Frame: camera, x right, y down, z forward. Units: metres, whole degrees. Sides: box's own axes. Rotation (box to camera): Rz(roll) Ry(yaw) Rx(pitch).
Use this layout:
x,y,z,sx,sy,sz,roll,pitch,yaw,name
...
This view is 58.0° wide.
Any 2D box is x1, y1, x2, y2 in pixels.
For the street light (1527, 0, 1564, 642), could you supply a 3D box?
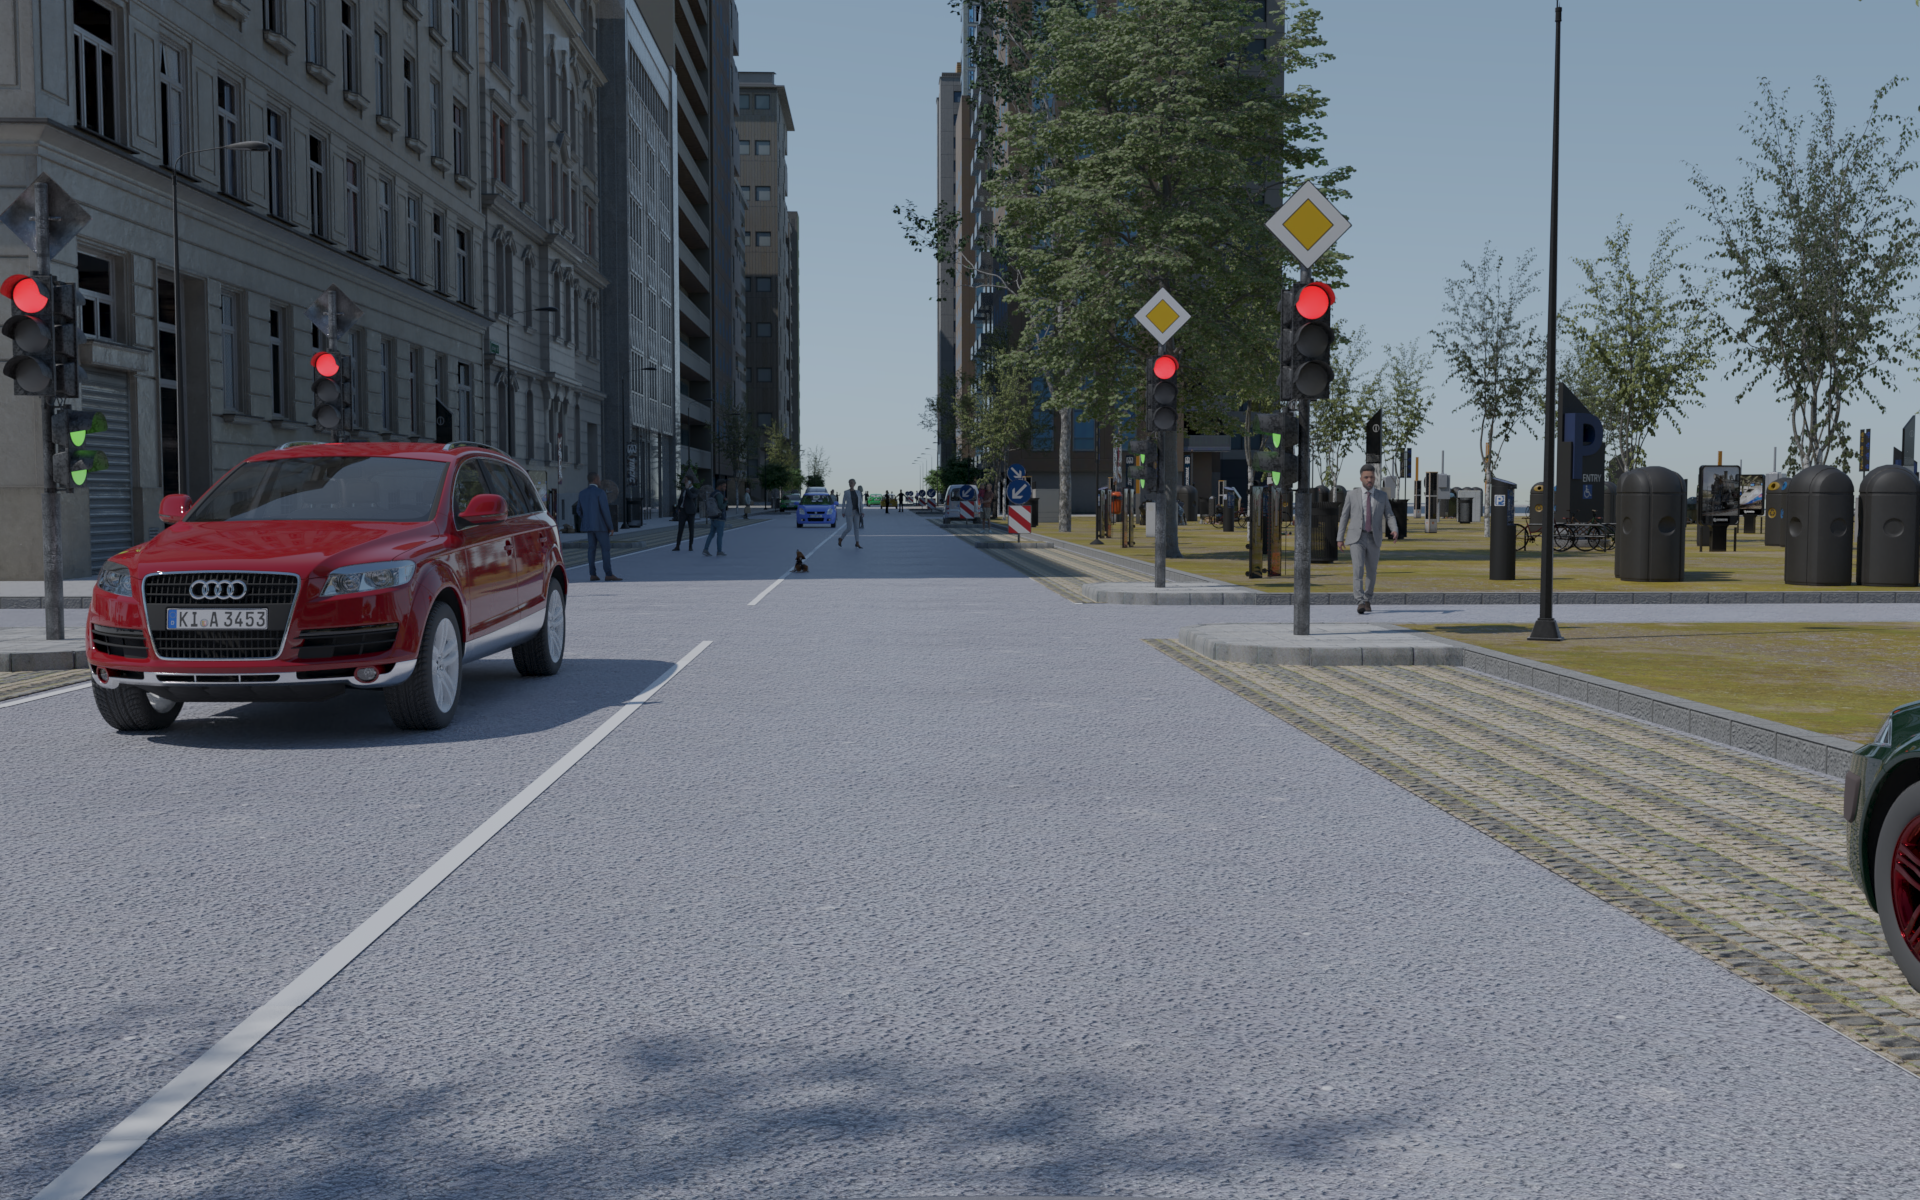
x,y,z,sx,sy,sz,roll,pitch,yaw,name
4.612,-2.599,15.042,1.470,5.913,1.316,0,4,-3,street light

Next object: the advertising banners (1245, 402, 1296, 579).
x,y,z,sx,sy,sz,roll,pitch,yaw,name
4.890,-1.880,26.920,0.090,3.025,2.074,2,4,32,advertising banners

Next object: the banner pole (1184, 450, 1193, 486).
x,y,z,sx,sy,sz,roll,pitch,yaw,name
12.925,-6.585,97.685,0.401,3.779,0.863,-2,4,-34,banner pole

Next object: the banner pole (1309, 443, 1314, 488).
x,y,z,sx,sy,sz,roll,pitch,yaw,name
16.992,-5.768,84.321,0.401,3.779,0.863,-3,4,-37,banner pole

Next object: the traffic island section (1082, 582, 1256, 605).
x,y,z,sx,sy,sz,roll,pitch,yaw,name
2.767,-0.090,23.759,2.009,0.180,2.903,0,4,-3,traffic island section

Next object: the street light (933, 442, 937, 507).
x,y,z,sx,sy,sz,roll,pitch,yaw,name
-1.748,-11.142,154.708,1.470,5.913,1.316,0,4,-3,street light

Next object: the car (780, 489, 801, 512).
x,y,z,sx,sy,sz,roll,pitch,yaw,name
-13.371,-7.876,137.569,1.959,1.807,4.718,0,4,-2,car

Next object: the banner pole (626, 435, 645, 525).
x,y,z,sx,sy,sz,roll,pitch,yaw,name
-13.641,-5.072,72.944,0.863,3.779,0.401,-1,4,-20,banner pole

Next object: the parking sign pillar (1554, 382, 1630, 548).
x,y,z,sx,sy,sz,roll,pitch,yaw,name
15.046,-3.272,41.968,1.447,3.967,1.447,-2,4,-33,parking sign pillar

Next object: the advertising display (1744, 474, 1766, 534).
x,y,z,sx,sy,sz,roll,pitch,yaw,name
25.604,-3.113,56.109,0.123,1.923,0.974,-2,4,-30,advertising display

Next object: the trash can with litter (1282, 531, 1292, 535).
x,y,z,sx,sy,sz,roll,pitch,yaw,name
9.809,-2.633,54.107,1.678,1.210,2.233,1,4,14,trash can with litter

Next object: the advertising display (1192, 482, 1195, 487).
x,y,z,sx,sy,sz,roll,pitch,yaw,name
12.692,-5.452,94.349,0.123,1.923,0.974,0,4,5,advertising display

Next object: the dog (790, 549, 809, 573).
x,y,z,sx,sy,sz,roll,pitch,yaw,name
-3.001,-0.709,31.781,0.550,0.427,0.748,2,4,26,dog

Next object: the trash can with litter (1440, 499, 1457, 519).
x,y,z,sx,sy,sz,roll,pitch,yaw,name
25.458,-4.821,89.887,2.233,1.210,1.678,2,4,30,trash can with litter

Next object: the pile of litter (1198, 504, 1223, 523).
x,y,z,sx,sy,sz,roll,pitch,yaw,name
11.390,-3.855,76.997,1.719,0.858,1.176,0,4,-4,pile of litter

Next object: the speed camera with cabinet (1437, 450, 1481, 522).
x,y,z,sx,sy,sz,roll,pitch,yaw,name
22.559,-5.153,78.580,2.038,3.252,0.660,0,4,6,speed camera with cabinet

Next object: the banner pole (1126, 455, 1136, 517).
x,y,z,sx,sy,sz,roll,pitch,yaw,name
9.732,-6.586,97.697,0.863,3.779,0.401,0,4,-5,banner pole

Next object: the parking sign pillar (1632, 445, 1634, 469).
x,y,z,sx,sy,sz,roll,pitch,yaw,name
36.309,-6.524,95.141,1.447,3.967,1.447,1,4,22,parking sign pillar

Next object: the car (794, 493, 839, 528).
x,y,z,sx,sy,sz,roll,pitch,yaw,name
-6.196,-3.990,74.833,1.945,1.707,3.694,0,4,-4,car

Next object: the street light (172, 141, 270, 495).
x,y,z,sx,sy,sz,roll,pitch,yaw,name
-9.790,-3.083,22.945,1.470,5.913,1.316,0,4,-3,street light

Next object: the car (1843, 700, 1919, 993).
x,y,z,sx,sy,sz,roll,pitch,yaw,name
3.602,0.377,3.618,2.009,1.686,4.222,0,4,-2,car

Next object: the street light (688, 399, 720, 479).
x,y,z,sx,sy,sz,roll,pitch,yaw,name
-12.660,-6.842,84.412,1.470,5.913,1.316,0,4,-3,street light

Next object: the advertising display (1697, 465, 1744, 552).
x,y,z,sx,sy,sz,roll,pitch,yaw,name
16.846,-2.033,38.446,0.974,1.923,0.123,-1,4,-12,advertising display

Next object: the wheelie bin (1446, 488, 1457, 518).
x,y,z,sx,sy,sz,roll,pitch,yaw,name
26.683,-5.265,93.994,0.693,1.594,0.980,0,4,4,wheelie bin

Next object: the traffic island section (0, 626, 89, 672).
x,y,z,sx,sy,sz,roll,pitch,yaw,name
-7.996,0.428,15.277,2.009,0.180,2.903,0,4,-3,traffic island section

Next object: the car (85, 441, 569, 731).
x,y,z,sx,sy,sz,roll,pitch,yaw,name
-4.169,-0.215,12.194,2.281,1.827,5.304,0,4,-1,car

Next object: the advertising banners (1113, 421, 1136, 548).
x,y,z,sx,sy,sz,roll,pitch,yaw,name
3.951,-2.762,41.339,0.090,3.025,2.074,1,4,17,advertising banners

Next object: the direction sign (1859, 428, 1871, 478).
x,y,z,sx,sy,sz,roll,pitch,yaw,name
31.442,-4.174,60.246,0.379,3.537,0.876,0,4,7,direction sign

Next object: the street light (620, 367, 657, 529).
x,y,z,sx,sy,sz,roll,pitch,yaw,name
-11.783,-5.562,63.486,1.470,5.913,1.316,0,4,-3,street light

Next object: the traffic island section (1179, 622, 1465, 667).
x,y,z,sx,sy,sz,roll,pitch,yaw,name
3.134,0.397,15.783,2.009,0.180,2.903,0,4,-3,traffic island section

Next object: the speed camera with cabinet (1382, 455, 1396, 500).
x,y,z,sx,sy,sz,roll,pitch,yaw,name
21.933,-5.800,89.170,0.660,3.252,2.038,0,4,1,speed camera with cabinet

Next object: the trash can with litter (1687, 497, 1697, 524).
x,y,z,sx,sy,sz,roll,pitch,yaw,name
31.205,-3.822,73.871,0.624,1.170,1.055,3,5,39,trash can with litter

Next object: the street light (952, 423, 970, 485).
x,y,z,sx,sy,sz,roll,pitch,yaw,name
0.039,-8.655,114.047,1.470,5.913,1.316,0,4,-3,street light

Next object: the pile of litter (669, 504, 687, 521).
x,y,z,sx,sy,sz,roll,pitch,yaw,name
-13.177,-4.158,81.954,1.176,0.858,1.719,-1,4,-12,pile of litter

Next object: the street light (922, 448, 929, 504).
x,y,z,sx,sy,sz,roll,pitch,yaw,name
-2.845,-12.398,175.241,1.470,5.913,1.316,0,4,-3,street light

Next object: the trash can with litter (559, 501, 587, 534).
x,y,z,sx,sy,sz,roll,pitch,yaw,name
-12.527,-2.764,56.575,0.624,1.170,1.055,3,4,38,trash can with litter

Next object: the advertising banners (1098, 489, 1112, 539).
x,y,z,sx,sy,sz,roll,pitch,yaw,name
4.346,-3.329,50.612,0.090,3.025,2.074,1,4,20,advertising banners

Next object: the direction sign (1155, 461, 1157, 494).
x,y,z,sx,sy,sz,roll,pitch,yaw,name
10.442,-6.115,91.980,0.379,3.537,0.876,0,4,-2,direction sign

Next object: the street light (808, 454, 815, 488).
x,y,z,sx,sy,sz,roll,pitch,yaw,name
-18.090,-14.071,202.595,1.470,5.913,1.316,0,4,-3,street light

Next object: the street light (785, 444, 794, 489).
x,y,z,sx,sy,sz,roll,pitch,yaw,name
-16.094,-11.548,161.347,1.470,5.913,1.316,0,4,-3,street light

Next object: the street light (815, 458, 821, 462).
x,y,z,sx,sy,sz,roll,pitch,yaw,name
-19.010,-15.330,223.185,1.470,5.913,1.316,0,4,-3,street light

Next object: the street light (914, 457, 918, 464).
x,y,z,sx,sy,sz,roll,pitch,yaw,name
-4.736,-15.017,218.075,1.470,5.913,1.316,0,4,-3,street light

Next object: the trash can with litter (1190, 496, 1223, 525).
x,y,z,sx,sy,sz,roll,pitch,yaw,name
10.697,-3.797,73.139,1.678,1.210,2.233,-1,4,-14,trash can with litter

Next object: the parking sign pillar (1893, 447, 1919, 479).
x,y,z,sx,sy,sz,roll,pitch,yaw,name
53.634,-6.713,98.223,1.447,3.967,1.447,0,4,4,parking sign pillar

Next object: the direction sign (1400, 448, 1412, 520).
x,y,z,sx,sy,sz,roll,pitch,yaw,name
21.774,-5.667,84.658,0.876,3.537,0.379,-3,4,-38,direction sign

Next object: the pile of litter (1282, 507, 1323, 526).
x,y,z,sx,sy,sz,roll,pitch,yaw,name
13.901,-3.441,70.223,1.176,0.858,1.719,-2,4,-31,pile of litter

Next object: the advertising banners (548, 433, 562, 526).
x,y,z,sx,sy,sz,roll,pitch,yaw,name
-11.444,-3.218,48.794,0.090,3.025,2.074,0,4,1,advertising banners

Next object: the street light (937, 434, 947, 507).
x,y,z,sx,sy,sz,roll,pitch,yaw,name
-0.841,-9.893,134.289,1.470,5.913,1.316,0,4,-3,street light

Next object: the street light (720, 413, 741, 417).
x,y,z,sx,sy,sz,roll,pitch,yaw,name
-13.280,-7.760,99.422,1.470,5.913,1.316,0,4,-3,street light

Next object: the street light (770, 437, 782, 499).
x,y,z,sx,sy,sz,roll,pitch,yaw,name
-15.325,-10.317,141.221,1.470,5.913,1.316,0,4,-3,street light

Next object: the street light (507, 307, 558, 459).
x,y,z,sx,sy,sz,roll,pitch,yaw,name
-10.656,-4.313,43.066,1.470,5.913,1.316,0,4,-3,street light

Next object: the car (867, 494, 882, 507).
x,y,z,sx,sy,sz,roll,pitch,yaw,name
-9.249,-11.121,190.625,1.959,1.807,4.718,0,4,-4,car

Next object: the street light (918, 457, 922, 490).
x,y,z,sx,sy,sz,roll,pitch,yaw,name
-3.755,-13.763,197.566,1.470,5.913,1.316,0,4,-3,street light

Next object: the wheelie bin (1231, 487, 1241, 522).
x,y,z,sx,sy,sz,roll,pitch,yaw,name
12.590,-4.407,79.967,0.693,1.594,0.980,1,4,18,wheelie bin

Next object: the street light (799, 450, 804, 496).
x,y,z,sx,sy,sz,roll,pitch,yaw,name
-17.133,-12.840,182.478,1.470,5.913,1.316,0,4,-3,street light

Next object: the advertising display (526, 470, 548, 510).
x,y,z,sx,sy,sz,roll,pitch,yaw,name
-11.375,-2.526,46.513,0.123,1.923,0.974,1,4,18,advertising display

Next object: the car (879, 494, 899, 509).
x,y,z,sx,sy,sz,roll,pitch,yaw,name
-6.901,-9.676,168.418,2.015,1.641,3.980,0,4,-3,car

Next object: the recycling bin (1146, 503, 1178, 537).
x,y,z,sx,sy,sz,roll,pitch,yaw,name
5.994,-2.376,51.398,0.722,1.027,0.722,3,4,36,recycling bin

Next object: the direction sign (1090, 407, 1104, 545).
x,y,z,sx,sy,sz,roll,pitch,yaw,name
3.485,-3.178,43.955,0.379,3.537,0.876,1,4,11,direction sign

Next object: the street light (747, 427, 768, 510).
x,y,z,sx,sy,sz,roll,pitch,yaw,name
-14.237,-9.061,120.681,1.470,5.913,1.316,0,4,-3,street light
